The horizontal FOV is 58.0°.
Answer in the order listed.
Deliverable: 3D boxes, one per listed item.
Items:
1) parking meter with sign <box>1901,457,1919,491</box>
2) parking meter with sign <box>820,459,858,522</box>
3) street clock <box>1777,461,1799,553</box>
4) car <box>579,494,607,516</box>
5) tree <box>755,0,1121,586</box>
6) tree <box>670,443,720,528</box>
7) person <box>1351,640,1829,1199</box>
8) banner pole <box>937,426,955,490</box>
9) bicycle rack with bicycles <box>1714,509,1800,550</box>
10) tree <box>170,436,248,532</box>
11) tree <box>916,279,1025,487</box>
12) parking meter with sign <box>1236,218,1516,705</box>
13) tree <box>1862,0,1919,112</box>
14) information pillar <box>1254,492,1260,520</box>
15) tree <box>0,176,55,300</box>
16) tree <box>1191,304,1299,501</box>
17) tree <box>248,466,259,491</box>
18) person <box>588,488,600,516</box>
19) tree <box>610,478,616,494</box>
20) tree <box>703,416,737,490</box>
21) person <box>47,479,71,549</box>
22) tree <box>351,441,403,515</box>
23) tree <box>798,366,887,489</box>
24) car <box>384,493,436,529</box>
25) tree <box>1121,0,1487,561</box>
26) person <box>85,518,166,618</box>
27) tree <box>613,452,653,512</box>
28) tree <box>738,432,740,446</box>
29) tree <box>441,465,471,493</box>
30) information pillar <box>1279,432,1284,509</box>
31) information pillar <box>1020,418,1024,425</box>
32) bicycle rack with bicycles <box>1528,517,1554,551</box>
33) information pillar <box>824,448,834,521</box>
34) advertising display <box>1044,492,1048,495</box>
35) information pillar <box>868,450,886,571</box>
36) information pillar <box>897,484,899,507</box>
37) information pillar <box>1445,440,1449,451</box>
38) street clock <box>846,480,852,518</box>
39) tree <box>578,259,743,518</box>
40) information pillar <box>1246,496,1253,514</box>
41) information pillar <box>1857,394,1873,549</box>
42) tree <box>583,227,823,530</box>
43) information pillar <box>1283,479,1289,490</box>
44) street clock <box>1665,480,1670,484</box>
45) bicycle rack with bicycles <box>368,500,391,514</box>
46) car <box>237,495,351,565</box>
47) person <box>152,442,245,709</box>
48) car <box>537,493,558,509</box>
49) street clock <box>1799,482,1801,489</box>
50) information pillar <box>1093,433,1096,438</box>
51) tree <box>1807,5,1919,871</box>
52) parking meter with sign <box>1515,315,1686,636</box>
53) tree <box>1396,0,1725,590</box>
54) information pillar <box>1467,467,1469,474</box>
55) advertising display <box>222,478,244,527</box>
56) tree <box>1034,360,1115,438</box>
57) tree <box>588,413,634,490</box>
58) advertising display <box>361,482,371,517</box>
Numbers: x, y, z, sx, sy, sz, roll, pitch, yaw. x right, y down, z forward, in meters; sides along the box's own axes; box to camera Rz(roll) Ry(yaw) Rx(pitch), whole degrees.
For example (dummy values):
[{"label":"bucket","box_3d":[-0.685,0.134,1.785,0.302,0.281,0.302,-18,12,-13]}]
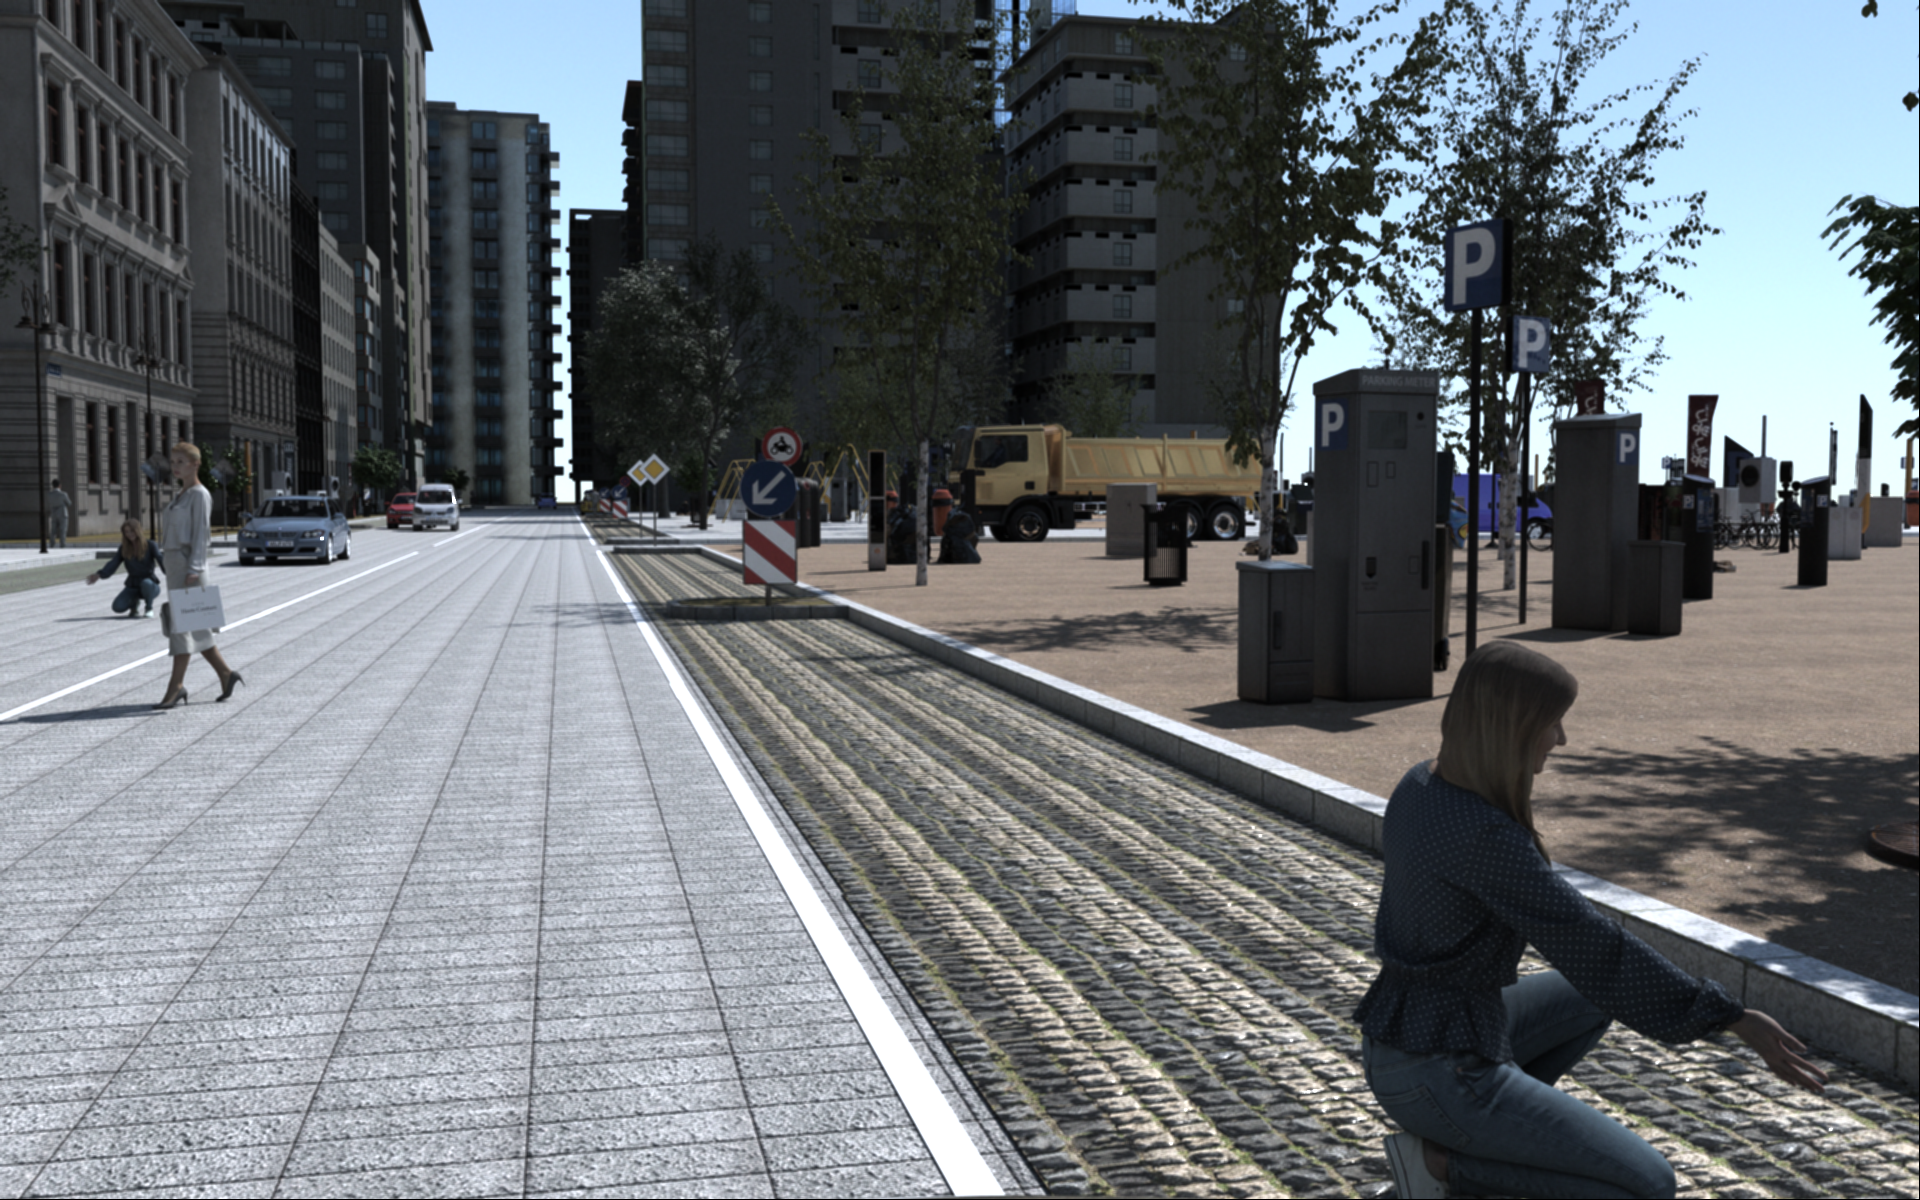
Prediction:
[{"label":"parking meter with sign","box_3d":[44.316,-5.163,80.676,0.543,3.016,1.738,1,4,15]},{"label":"parking meter with sign","box_3d":[-5.558,-5.069,79.145,1.738,3.016,0.543,0,4,8]},{"label":"street clock","box_3d":[18.052,-2.037,37.881,0.358,2.002,0.471,2,4,30]},{"label":"car","box_3d":[-24.626,-6.499,116.488,2.015,1.641,3.980,-1,4,-11]},{"label":"tree","box_3d":[-0.628,-4.521,24.274,4.737,8.622,4.395,0,3,0]},{"label":"tree","box_3d":[-10.288,-4.544,68.899,1.663,3.219,1.824,0,3,0]},{"label":"person","box_3d":[1.150,0.643,3.485,0.738,1.151,1.012,0,4,3]},{"label":"banner pole","box_3d":[-0.565,-4.513,63.799,0.863,3.779,0.401,0,4,7]},{"label":"bicycle rack with bicycles","box_3d":[18.602,-1.682,40.880,2.925,0.926,2.852,0,4,1]},{"label":"tree","box_3d":[-25.404,-3.895,58.286,1.663,3.219,1.824,0,3,0]},{"label":"tree","box_3d":[0.220,-6.702,59.936,4.360,8.622,3.978,0,3,0]},{"label":"parking meter with sign","box_3d":[2.586,-0.895,10.888,1.738,3.016,0.543,-2,4,-25]},{"label":"tree","box_3d":[6.532,-3.644,9.936,4.737,8.622,4.395,0,3,0]},{"label":"information pillar","box_3d":[14.860,-5.015,86.484,0.304,2.012,0.304,1,4,22]},{"label":"tree","box_3d":[-17.429,-5.560,25.322,8.767,10.594,7.601,1,4,17]},{"label":"tree","box_3d":[11.050,-7.202,68.111,4.360,8.622,3.978,0,3,0]},{"label":"tree","box_3d":[-25.427,-4.045,60.736,1.663,3.219,1.824,0,3,0]},{"label":"person","box_3d":[-22.889,-6.104,108.422,0.709,1.813,0.853,-3,5,-40]},{"label":"tree","box_3d":[-36.152,-11.412,181.188,1.663,3.219,1.824,0,3,0]},{"label":"tree","box_3d":[-16.725,-10.060,114.839,4.360,8.622,3.978,0,3,0]},{"label":"person","box_3d":[-21.903,-2.047,42.157,0.511,1.800,0.466,-1,4,-8]},{"label":"tree","box_3d":[-35.902,-7.502,106.373,4.285,4.588,4.351,0,3,0]},{"label":"tree","box_3d":[-7.045,-9.058,98.468,4.360,8.622,3.978,0,3,0]},{"label":"car","box_3d":[-22.918,-3.877,72.423,2.155,1.783,4.494,-1,4,-14]},{"label":"tree","box_3d":[3.592,-4.197,18.976,4.737,8.622,4.395,0,3,0]},{"label":"person","box_3d":[-9.489,-0.374,20.111,1.012,1.151,0.738,0,4,-5]},{"label":"tree","box_3d":[-23.597,-8.679,125.609,4.285,4.588,4.351,0,3,0]},{"label":"tree","box_3d":[-11.466,-9.758,109.912,4.737,8.622,4.395,0,3,0]},{"label":"tree","box_3d":[-57.075,-12.980,195.937,4.285,4.588,4.351,0,3,0]},{"label":"information pillar","box_3d":[12.162,-4.536,65.523,0.183,3.616,0.504,1,4,15]},{"label":"information pillar","box_3d":[1.925,-3.806,53.576,0.183,3.616,0.504,1,4,10]},{"label":"bicycle rack with bicycles","box_3d":[14.678,-1.573,39.095,2.925,0.926,2.852,3,5,41]},{"label":"information pillar","box_3d":[-6.194,-5.557,82.208,0.504,3.616,0.183,0,4,2]},{"label":"advertising display","box_3d":[3.670,-3.750,66.518,0.974,1.923,0.123,-1,4,-22]},{"label":"information pillar","box_3d":[-1.387,-1.496,28.958,0.304,2.012,0.304,0,4,-4]},{"label":"information pillar","box_3d":[-3.690,-6.322,107.863,0.304,2.012,0.304,3,5,43]},{"label":"information pillar","box_3d":[21.144,-5.120,75.068,0.183,3.616,0.504,3,5,45]},{"label":"street clock","box_3d":[-5.893,-5.328,91.690,0.358,2.002,0.471,-2,4,-29]},{"label":"tree","box_3d":[-16.066,-11.444,93.770,9.857,13.997,8.962,0,3,0]},{"label":"information pillar","box_3d":[18.371,-7.241,109.741,0.504,3.616,0.183,2,4,27]},{"label":"information pillar","box_3d":[21.079,-2.999,40.383,0.183,3.616,0.504,0,4,2]},{"label":"tree","box_3d":[-9.173,-7.766,61.380,8.767,10.594,7.601,0,4,-8]},{"label":"information pillar","box_3d":[16.346,-5.036,86.838,0.304,2.012,0.304,1,4,9]},{"label":"street clock","box_3d":[37.059,-5.254,90.467,0.471,2.002,0.358,-1,4,-19]},{"label":"bicycle rack with bicycles","box_3d":[-38.059,-6.141,113.780,2.852,0.926,2.925,-1,4,-17]},{"label":"car","box_3d":[-13.965,-1.499,36.503,2.014,1.417,4.499,-1,4,-12]},{"label":"person","box_3d":[-5.174,-0.176,11.735,0.624,1.780,0.694,-2,4,-31]},{"label":"car","box_3d":[-39.101,-9.445,164.018,1.945,1.707,3.694,-1,4,-14]},{"label":"street clock","box_3d":[46.864,-5.659,97.097,0.471,2.002,0.358,3,4,37]},{"label":"information pillar","box_3d":[5.253,-4.636,67.156,0.183,3.616,0.504,1,4,16]},{"label":"tree","box_3d":[3.876,-0.691,5.901,1.663,3.219,1.824,0,3,0]},{"label":"parking meter with sign","box_3d":[6.013,-1.230,16.373,0.543,3.016,1.738,-2,4,-32]},{"label":"tree","box_3d":[7.619,-4.450,23.115,4.360,8.622,3.978,0,3,0]},{"label":"information pillar","box_3d":[38.039,-8.425,129.103,0.504,3.616,0.183,0,4,-5]},{"label":"advertising display","box_3d":[-28.369,-3.816,67.603,0.974,1.923,0.123,1,4,22]},{"label":"tree","box_3d":[6.222,-8.890,95.710,4.360,8.622,3.978,0,3,0]},{"label":"tree","box_3d":[-29.008,-11.969,146.049,4.360,8.622,3.978,0,3,0]},{"label":"advertising display","box_3d":[-33.118,-5.588,96.570,0.123,1.923,0.974,0,4,3]}]
